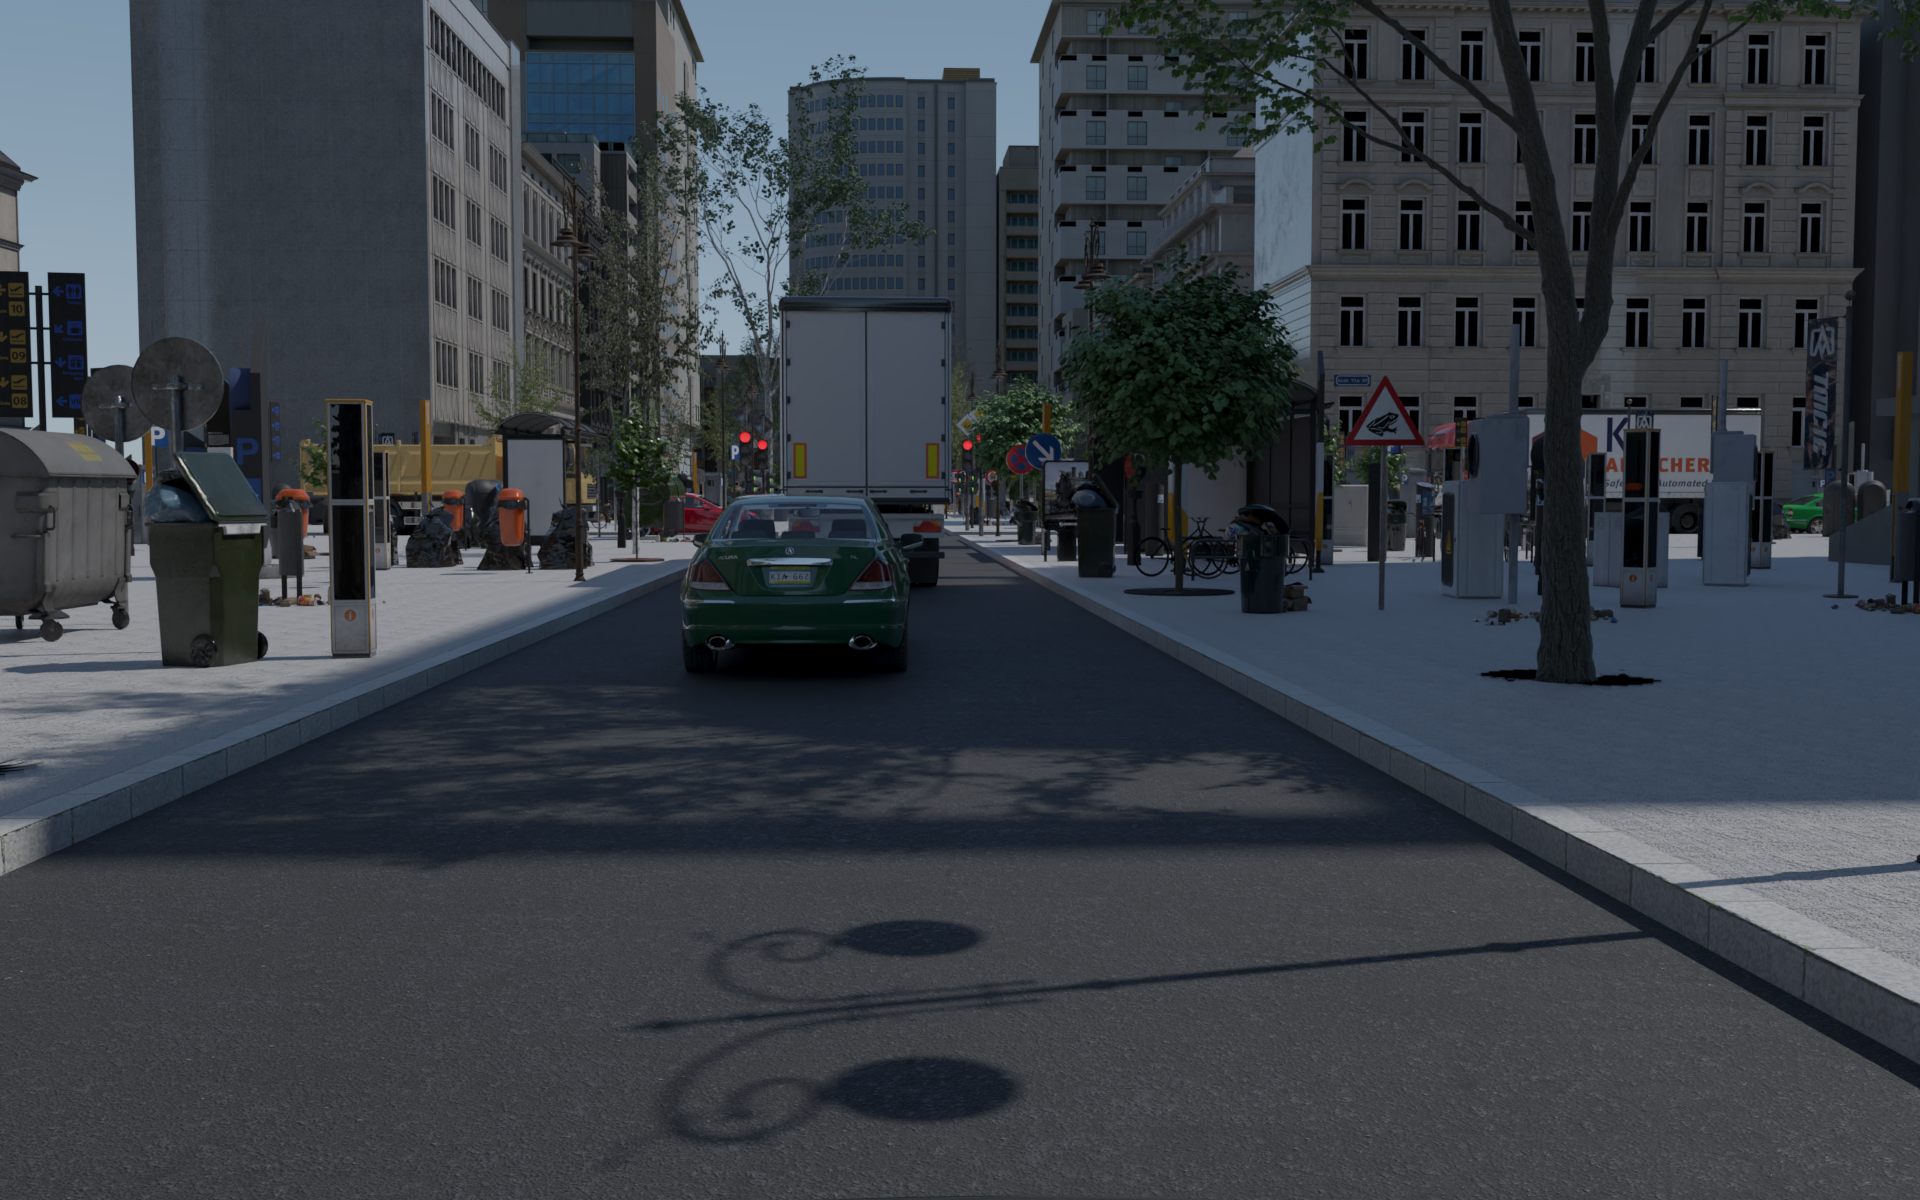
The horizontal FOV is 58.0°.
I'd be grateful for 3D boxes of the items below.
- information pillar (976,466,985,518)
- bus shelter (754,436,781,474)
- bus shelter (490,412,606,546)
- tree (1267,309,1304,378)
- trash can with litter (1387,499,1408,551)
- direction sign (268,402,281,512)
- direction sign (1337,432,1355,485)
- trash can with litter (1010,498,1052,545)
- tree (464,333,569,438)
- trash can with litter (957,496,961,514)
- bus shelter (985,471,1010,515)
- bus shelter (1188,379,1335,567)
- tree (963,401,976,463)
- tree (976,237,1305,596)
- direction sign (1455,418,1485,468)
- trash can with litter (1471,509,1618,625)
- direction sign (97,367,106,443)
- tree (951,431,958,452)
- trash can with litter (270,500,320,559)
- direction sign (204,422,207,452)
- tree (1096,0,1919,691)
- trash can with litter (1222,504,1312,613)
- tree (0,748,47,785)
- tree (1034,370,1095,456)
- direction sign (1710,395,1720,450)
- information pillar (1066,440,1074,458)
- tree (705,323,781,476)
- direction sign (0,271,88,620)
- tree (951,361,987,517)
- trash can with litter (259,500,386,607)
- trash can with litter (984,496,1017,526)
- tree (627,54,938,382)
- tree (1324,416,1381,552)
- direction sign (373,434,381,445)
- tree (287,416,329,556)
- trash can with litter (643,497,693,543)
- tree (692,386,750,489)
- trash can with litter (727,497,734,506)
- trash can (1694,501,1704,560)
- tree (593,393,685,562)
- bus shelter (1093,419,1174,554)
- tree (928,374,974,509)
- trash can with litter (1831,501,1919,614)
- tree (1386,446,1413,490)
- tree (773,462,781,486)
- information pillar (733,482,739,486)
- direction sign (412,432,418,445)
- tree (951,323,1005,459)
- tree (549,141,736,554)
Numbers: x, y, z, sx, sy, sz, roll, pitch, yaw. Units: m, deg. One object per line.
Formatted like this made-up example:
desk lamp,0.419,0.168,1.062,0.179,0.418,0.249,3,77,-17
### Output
information pillar,1.090,-6.119,91.408,0.504,3.616,0.183,1,4,12
bus shelter,-12.126,-8.157,111.003,2.179,5.291,8.768,0,4,-3
bus shelter,-10.687,-3.148,45.389,2.014,3.302,5.546,0,4,-3
tree,11.469,-7.213,68.289,4.737,8.622,4.395,0,3,0
trash can with litter,9.790,-1.699,39.161,0.624,1.170,1.055,1,4,12
direction sign,-16.924,-3.085,42.435,0.379,3.537,0.876,1,4,15
direction sign,13.996,-4.337,62.905,0.876,3.537,0.379,-2,4,-34
trash can with litter,1.808,-1.977,43.712,0.624,1.170,1.055,3,5,45
tree,-19.944,-7.854,78.768,4.737,8.622,4.395,0,3,0
trash can with litter,0.172,-5.999,109.471,0.624,1.170,1.055,-1,4,-8
bus shelter,2.429,-6.958,107.686,2.014,3.302,5.546,0,4,-3
bus shelter,5.318,-2.368,32.644,2.014,3.302,5.546,0,4,-3
tree,1.756,-3.864,46.892,4.285,4.588,4.351,0,3,0
tree,2.849,-2.366,22.398,4.285,4.588,4.351,0,3,0
direction sign,15.092,-3.628,51.322,0.876,3.537,0.379,0,4,0
trash can with litter,5.921,-0.409,17.750,2.233,1.210,1.678,-3,4,-38
direction sign,-15.687,-2.401,31.253,0.876,3.537,0.379,2,4,29
tree,-2.265,-11.088,131.658,4.360,8.622,3.978,0,3,0
trash can with litter,-13.183,-1.401,34.296,1.055,1.170,0.624,1,4,16
direction sign,-17.219,-2.936,40.005,0.876,3.537,0.379,3,5,41
tree,4.223,-5.257,11.709,9.928,11.665,9.643,0,3,0
trash can with litter,3.381,-0.460,18.905,0.624,1.170,1.055,3,5,40
tree,-4.974,-5.002,7.536,9.928,11.665,9.643,0,3,0
tree,5.535,-9.316,102.685,4.360,8.622,3.978,0,3,0
direction sign,17.406,-2.933,39.945,0.379,3.537,0.876,2,4,35
information pillar,4.603,-4.976,72.704,0.183,3.616,0.504,-2,4,-27
tree,-9.642,-9.755,93.905,8.767,10.594,7.601,0,4,-4
direction sign,-9.385,-1.574,17.737,0.876,3.537,0.379,-1,4,-12
tree,-0.150,-8.842,94.929,4.737,8.622,4.395,0,3,0
trash can with litter,-7.927,-0.574,20.449,1.678,1.210,2.233,-3,5,-40
trash can with litter,1.681,-3.607,70.026,2.233,1.210,1.678,-3,4,-38
tree,-6.742,-13.306,73.449,12.611,20.169,13.585,0,3,0
tree,8.128,-2.692,38.613,1.663,3.219,1.824,0,3,0
direction sign,-21.850,-4.456,64.855,0.876,3.537,0.379,-2,4,-31
tree,-12.973,-2.559,36.442,1.663,3.219,1.824,0,3,0
trash can with litter,-7.239,-2.146,46.145,2.233,1.210,1.678,0,4,1
tree,-16.176,-10.298,118.737,4.737,8.622,4.395,0,3,0
trash can with litter,-10.134,-4.056,77.708,1.055,1.170,0.624,3,5,43
trash can,14.597,-1.337,33.506,0.748,1.137,0.748,0,3,0
tree,-6.241,-2.337,32.807,1.663,3.219,1.824,0,3,0
bus shelter,3.838,-2.971,39.857,1.731,3.624,6.357,0,4,-3
tree,-2.150,-13.636,141.070,7.486,12.596,7.792,0,3,0
trash can with litter,10.557,-0.497,19.176,1.678,1.210,2.233,1,4,16
tree,10.794,-3.060,44.631,1.663,3.219,1.824,0,3,0
tree,-8.963,-5.712,87.996,1.663,3.219,1.824,0,3,0
information pillar,-13.127,-5.938,101.582,0.304,2.012,0.304,-1,4,-21
direction sign,-19.889,-4.360,63.282,0.379,3.537,0.876,-2,4,-29
tree,-1.763,-12.851,120.485,12.009,13.543,11.850,0,3,0
tree,-6.903,-5.297,36.965,4.360,8.622,3.978,0,3,0
